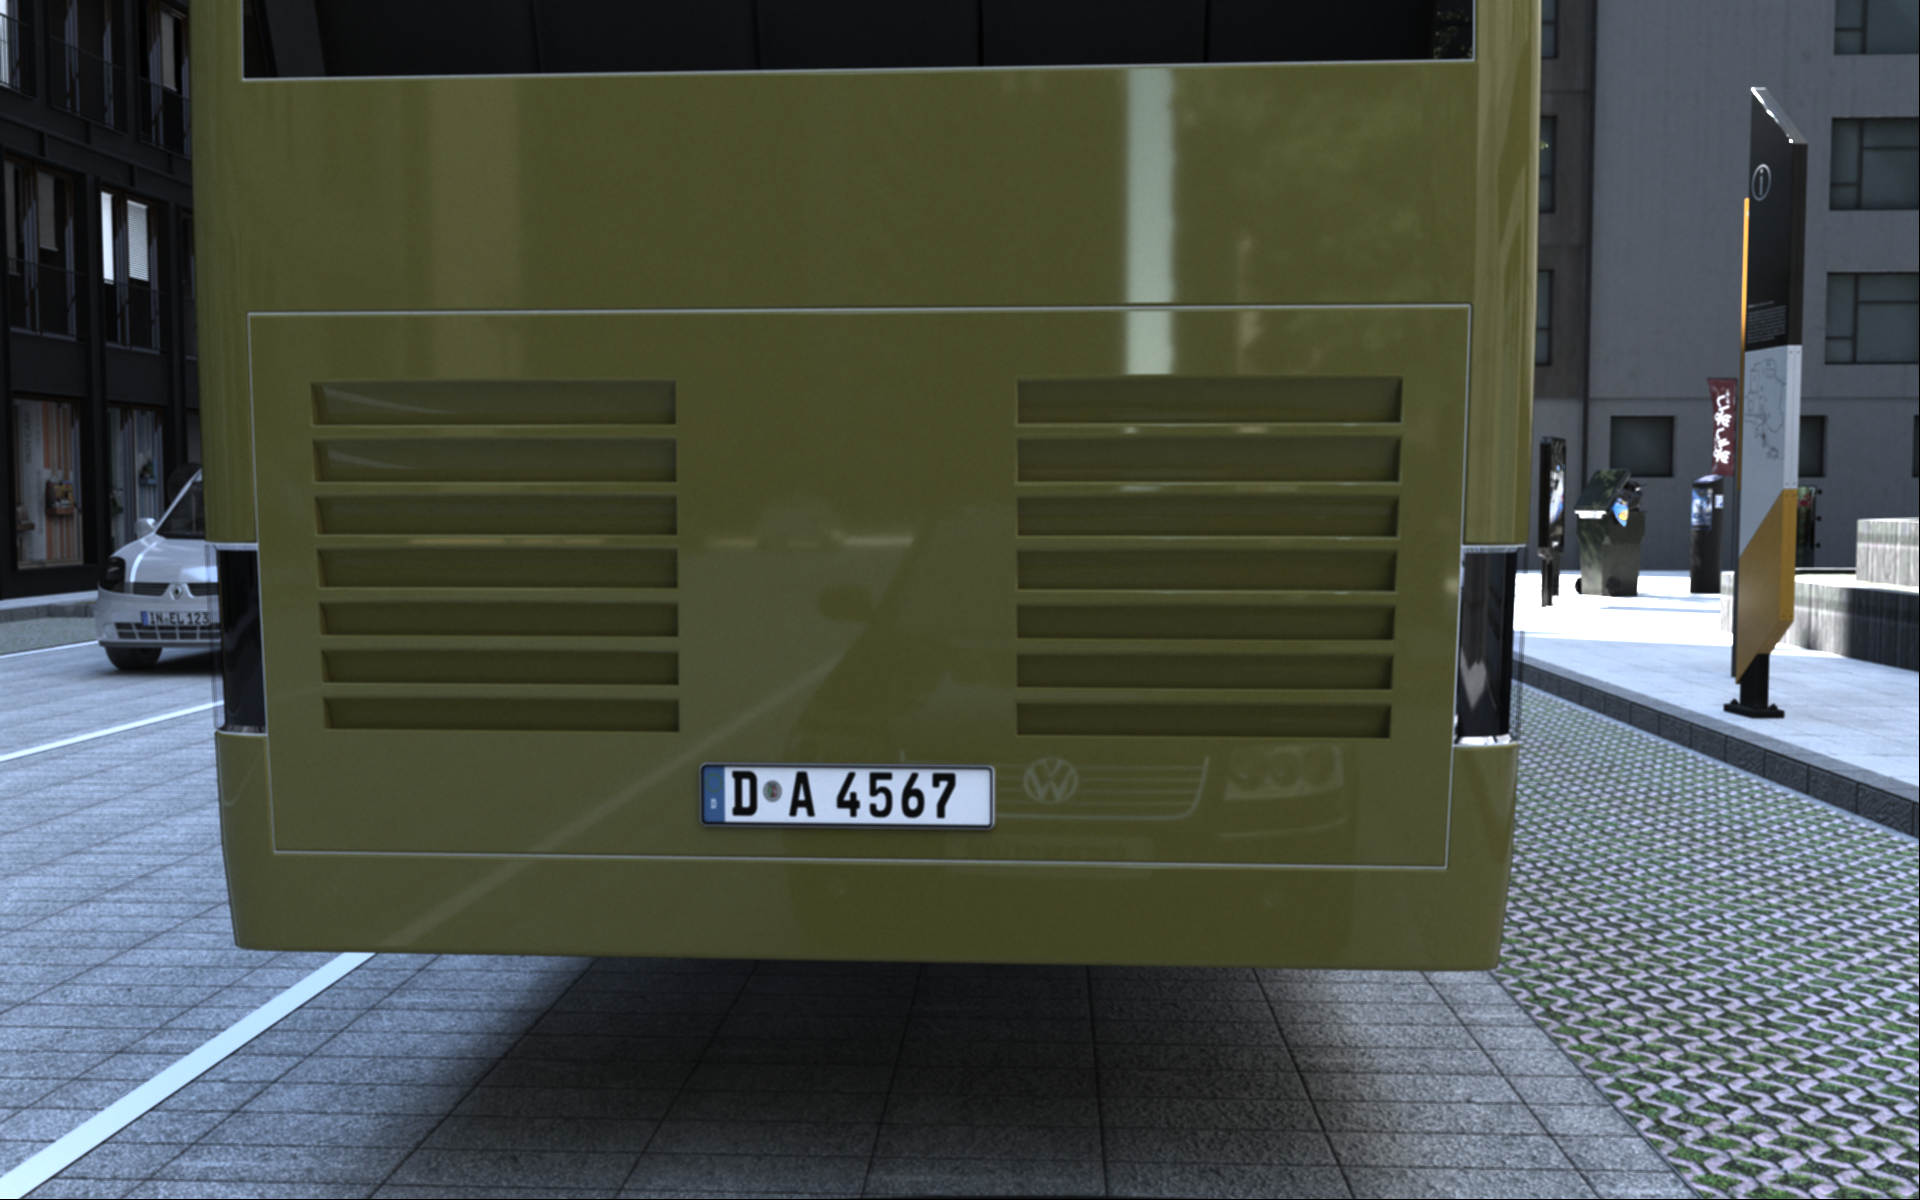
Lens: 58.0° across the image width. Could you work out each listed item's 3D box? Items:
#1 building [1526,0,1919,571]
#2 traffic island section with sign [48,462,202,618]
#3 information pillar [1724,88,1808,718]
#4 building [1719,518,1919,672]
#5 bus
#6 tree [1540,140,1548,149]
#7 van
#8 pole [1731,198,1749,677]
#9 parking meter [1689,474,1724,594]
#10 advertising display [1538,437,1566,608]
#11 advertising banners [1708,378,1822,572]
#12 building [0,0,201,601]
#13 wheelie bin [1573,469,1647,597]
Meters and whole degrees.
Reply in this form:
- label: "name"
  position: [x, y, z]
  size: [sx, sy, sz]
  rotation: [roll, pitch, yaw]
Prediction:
- label: "building"
  position: [14.111, -16.092, 34.807]
  size: [14.160, 30.474, 14.107]
  rotation: [0, 4, 3]
- label: "traffic island section with sign"
  position: [-9.484, -0.748, 20.861]
  size: [1.989, 1.847, 2.006]
  rotation: [0, 4, 3]
- label: "information pillar"
  position: [4.620, -1.133, 9.882]
  size: [0.183, 3.616, 0.504]
  rotation: [0, 4, -3]
- label: "building"
  position: [16.169, -28.192, 2.943]
  size: [21.231, 58.520, 28.212]
  rotation: [0, 4, 3]
- label: "bus"
  position: [0.182, -1.082, 9.236]
  size: [2.896, 3.916, 12.252]
  rotation: [0, 4, 4]
- label: "tree"
  position: [5.778, -4.497, 23.894]
  size: [4.737, 8.622, 4.395]
  rotation: [0, 3, 0]
- label: "van"
  position: [-6.053, -0.515, 15.429]
  size: [2.013, 2.044, 4.112]
  rotation: [0, 4, 1]
- label: "pole"
  position: [5.512, -1.111, 12.011]
  size: [0.158, 3.312, 0.155]
  rotation: [0, 3, 0]
- label: "parking meter"
  position: [9.649, -0.855, 22.386]
  size: [0.372, 1.533, 0.369]
  rotation: [0, 3, 0]
- label: "advertising display"
  position: [6.789, -0.896, 19.866]
  size: [0.123, 1.923, 0.974]
  rotation: [2, 4, 29]
- label: "advertising banners"
  position: [12.226, -1.846, 26.365]
  size: [2.074, 3.025, 0.090]
  rotation: [-1, 4, -15]
- label: "building"
  position: [-17.666, -11.613, 19.547]
  size: [12.332, 23.373, 15.834]
  rotation: [0, 4, 3]
- label: "wheelie bin"
  position: [8.194, -0.852, 21.840]
  size: [0.693, 1.594, 0.980]
  rotation: [-1, 4, -18]
